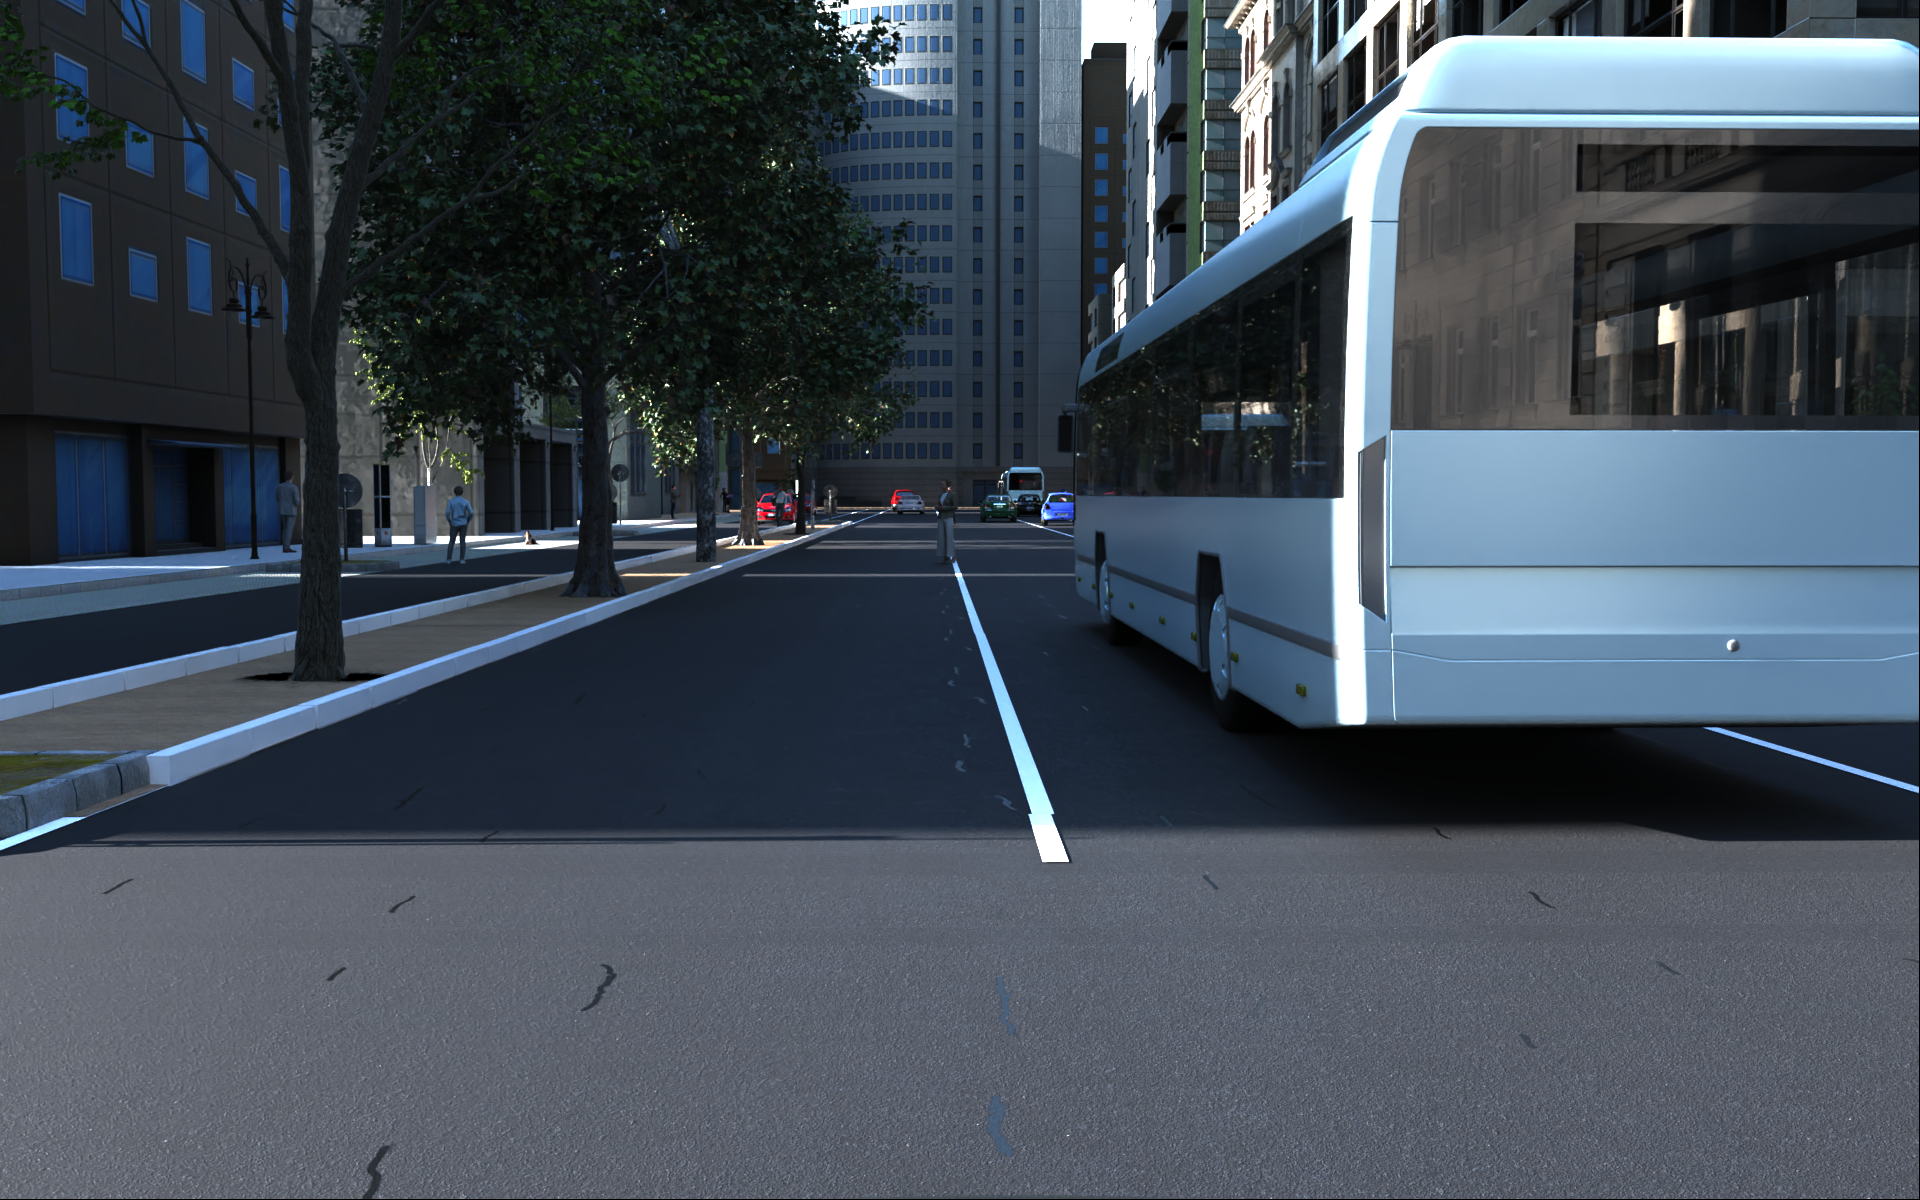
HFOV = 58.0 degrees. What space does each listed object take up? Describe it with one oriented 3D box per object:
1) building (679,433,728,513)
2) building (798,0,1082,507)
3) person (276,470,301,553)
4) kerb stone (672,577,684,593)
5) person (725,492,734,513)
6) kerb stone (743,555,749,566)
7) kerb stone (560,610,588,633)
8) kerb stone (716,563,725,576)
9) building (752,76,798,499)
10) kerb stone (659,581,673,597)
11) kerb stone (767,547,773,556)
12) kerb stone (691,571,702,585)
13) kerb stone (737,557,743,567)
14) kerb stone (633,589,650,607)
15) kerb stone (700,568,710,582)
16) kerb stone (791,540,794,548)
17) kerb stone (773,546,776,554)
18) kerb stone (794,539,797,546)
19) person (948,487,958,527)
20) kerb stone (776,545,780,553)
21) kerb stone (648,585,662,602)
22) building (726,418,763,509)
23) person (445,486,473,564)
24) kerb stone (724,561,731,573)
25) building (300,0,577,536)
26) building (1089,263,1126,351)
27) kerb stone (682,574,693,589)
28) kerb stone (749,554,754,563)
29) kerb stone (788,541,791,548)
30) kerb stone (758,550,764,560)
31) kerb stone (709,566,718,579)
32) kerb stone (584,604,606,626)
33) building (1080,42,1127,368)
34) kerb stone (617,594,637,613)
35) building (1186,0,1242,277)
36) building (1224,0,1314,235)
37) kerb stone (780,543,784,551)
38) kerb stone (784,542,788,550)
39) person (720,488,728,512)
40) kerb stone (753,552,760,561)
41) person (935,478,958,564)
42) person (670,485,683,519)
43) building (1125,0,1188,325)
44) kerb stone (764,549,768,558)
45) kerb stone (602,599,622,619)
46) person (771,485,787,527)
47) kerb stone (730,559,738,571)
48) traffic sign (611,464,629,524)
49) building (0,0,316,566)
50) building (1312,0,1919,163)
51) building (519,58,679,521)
[{"bbox_3d":[-24.157,-26.720,120.473,14.154,41.232,14.086,0,4,-1],"label":"building"},{"bbox_3d":[-2.441,-38.894,177.923,28.212,58.520,21.231,0,4,-1],"label":"building"},{"bbox_3d":[-14.702,-1.947,38.072,0.606,1.804,0.583,1,4,13],"label":"person"},{"bbox_3d":[-4.212,-0.193,25.355,0.120,0.150,1.000,0,4,-1],"label":"kerb stone"},{"bbox_3d":[-15.683,-6.653,118.053,0.697,1.427,0.421,-3,5,-40],"label":"person"},{"bbox_3d":[-4.376,-0.757,34.576,0.120,0.150,1.000,0,4,-1],"label":"kerb stone"},{"bbox_3d":[-4.097,0.245,18.196,0.120,0.150,1.000,0,4,-1],"label":"kerb stone"},{"bbox_3d":[-4.298,-0.504,30.475,0.120,0.150,1.000,0,4,-1],"label":"kerb stone"},{"bbox_3d":[-23.608,-32.033,173.853,14.200,45.320,14.600,0,4,-1],"label":"building"},{"bbox_3d":[-4.200,-0.131,24.333,0.120,0.150,1.000,0,4,-1],"label":"kerb stone"},{"bbox_3d":[-4.460,-1.072,39.728,0.120,0.150,1.000,0,4,-1],"label":"kerb stone"},{"bbox_3d":[-4.253,-0.318,27.403,0.120,0.150,1.000,0,4,-1],"label":"kerb stone"},{"bbox_3d":[-4.358,-0.694,33.548,0.120,0.150,1.000,0,4,-1],"label":"kerb stone"},{"bbox_3d":[-4.163,-0.006,22.289,0.120,0.150,1.000,0,4,-1],"label":"kerb stone"},{"bbox_3d":[-4.267,-0.380,28.431,0.120,0.150,1.000,0,4,-1],"label":"kerb stone"},{"bbox_3d":[-4.564,-1.449,45.881,0.120,0.150,1.000,0,4,-1],"label":"kerb stone"},{"bbox_3d":[-4.484,-1.135,40.757,0.120,0.150,1.000,0,4,-1],"label":"kerb stone"},{"bbox_3d":[-4.580,-1.509,46.918,0.120,0.150,1.000,0,4,-1],"label":"kerb stone"},{"bbox_3d":[-0.429,-4.097,75.891,0.661,1.777,0.834,-3,4,-38],"label":"person"},{"bbox_3d":[-4.498,-1.197,41.790,0.120,0.150,1.000,0,4,-1],"label":"kerb stone"},{"bbox_3d":[-4.184,-0.063,23.311,0.120,0.150,1.000,0,4,-1],"label":"kerb stone"},{"bbox_3d":[-32.378,-32.148,145.226,30.456,49.044,23.786,0,4,-1],"label":"building"},{"bbox_3d":[-10.325,-1.552,35.680,0.589,1.601,0.330,-1,4,-13],"label":"person"},{"bbox_3d":[-4.321,-0.569,31.497,0.120,0.150,1.000,0,4,-1],"label":"kerb stone"},{"bbox_3d":[-25.050,-38.071,60.716,20.563,71.187,20.611,0,4,-1],"label":"building"},{"bbox_3d":[25.817,-18.309,144.388,27.650,21.520,28.899,0,4,-1],"label":"building"},{"bbox_3d":[-4.238,-0.256,26.377,0.120,0.150,1.000,0,4,-1],"label":"kerb stone"},{"bbox_3d":[-4.390,-0.818,35.610,0.120,0.150,1.000,0,4,-1],"label":"kerb stone"},{"bbox_3d":[-4.544,-1.386,44.858,0.120,0.150,1.000,0,4,-1],"label":"kerb stone"},{"bbox_3d":[-4.417,-0.943,37.658,0.120,0.150,1.000,0,4,-1],"label":"kerb stone"},{"bbox_3d":[-4.283,-0.444,29.453,0.120,0.150,1.000,0,4,-1],"label":"kerb stone"},{"bbox_3d":[-4.112,0.182,19.223,0.120,0.150,1.000,0,4,-1],"label":"kerb stone"},{"bbox_3d":[18.982,-32.143,175.647,14.200,45.320,14.600,0,4,-1],"label":"building"},{"bbox_3d":[-4.148,0.057,21.267,0.120,0.150,1.000,0,4,-1],"label":"kerb stone"},{"bbox_3d":[19.180,-25.106,94.071,14.154,41.232,14.086,0,4,-1],"label":"building"},{"bbox_3d":[19.601,-17.366,71.317,14.401,28.519,23.554,0,4,-1],"label":"building"},{"bbox_3d":[-4.510,-1.261,42.812,0.120,0.150,1.000,0,4,-1],"label":"kerb stone"},{"bbox_3d":[-4.526,-1.323,43.834,0.120,0.150,1.000,0,4,-1],"label":"kerb stone"},{"bbox_3d":[-16.334,-6.961,120.675,0.721,1.723,1.217,2,4,30],"label":"person"},{"bbox_3d":[-4.403,-0.879,36.636,0.120,0.150,1.000,0,4,-1],"label":"kerb stone"},{"bbox_3d":[-0.317,-1.639,35.852,0.519,1.759,0.362,3,5,42],"label":"person"},{"bbox_3d":[-14.811,-5.137,90.558,0.750,1.759,0.617,0,4,-5],"label":"person"},{"bbox_3d":[25.836,-32.131,114.585,28.713,52.752,27.495,0,4,-1],"label":"building"},{"bbox_3d":[-4.443,-1.009,38.686,0.120,0.150,1.000,0,4,-1],"label":"kerb stone"},{"bbox_3d":[-4.132,0.119,20.245,0.120,0.150,1.000,0,4,-1],"label":"kerb stone"},{"bbox_3d":[-7.597,-3.918,72.653,0.679,1.850,0.850,0,4,-3],"label":"person"},{"bbox_3d":[-4.337,-0.631,32.519,0.120,0.150,1.000,0,4,-1],"label":"kerb stone"},{"bbox_3d":[-14.328,-4.459,73.005,0.768,2.556,0.104,0,3,0],"label":"traffic sign"},{"bbox_3d":[-23.282,-23.612,36.174,14.600,45.320,14.200,0,4,-1],"label":"building"},{"bbox_3d":[21.961,-14.563,42.618,19.350,26.468,34.151,0,4,-1],"label":"building"},{"bbox_3d":[-27.516,-47.942,96.531,22.319,86.520,31.000,0,4,-1],"label":"building"}]
